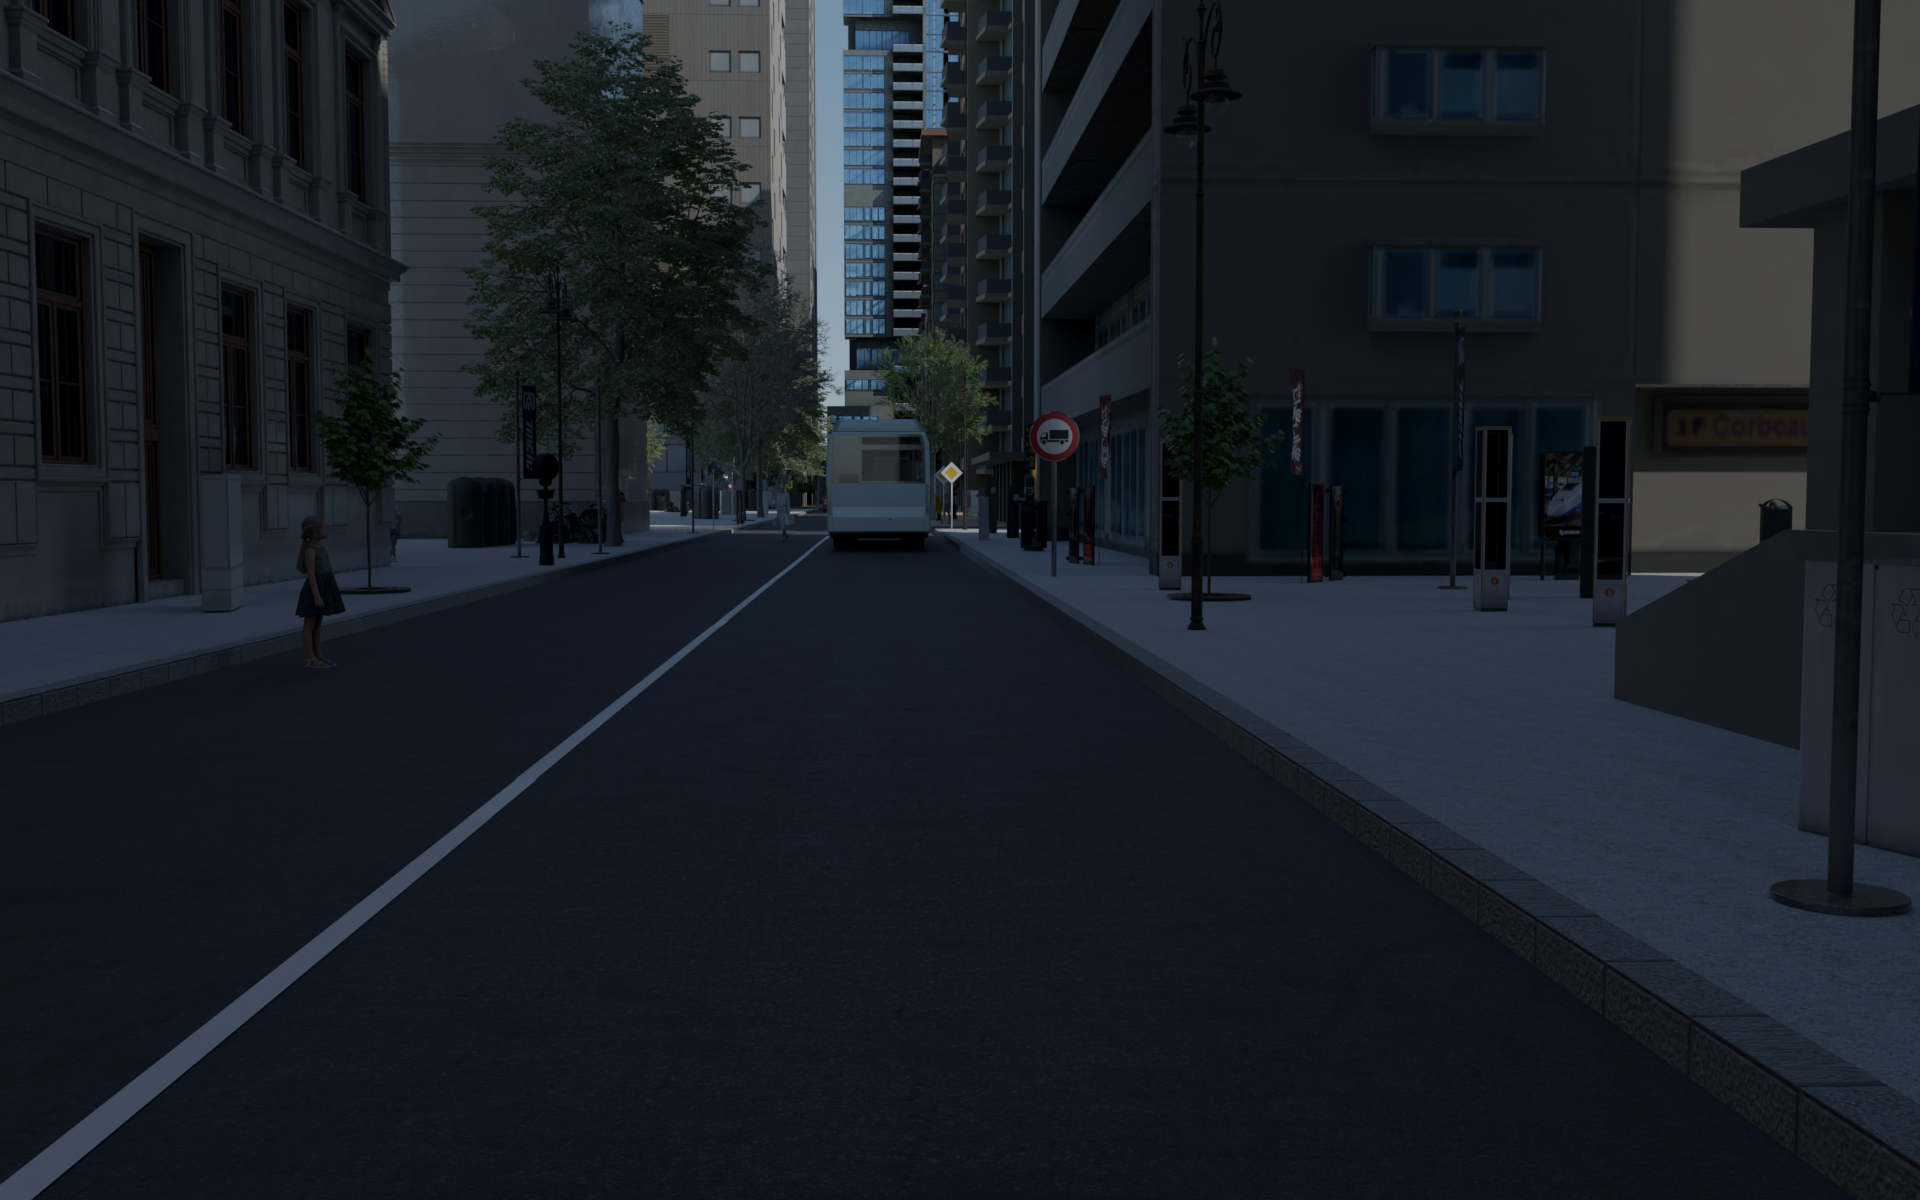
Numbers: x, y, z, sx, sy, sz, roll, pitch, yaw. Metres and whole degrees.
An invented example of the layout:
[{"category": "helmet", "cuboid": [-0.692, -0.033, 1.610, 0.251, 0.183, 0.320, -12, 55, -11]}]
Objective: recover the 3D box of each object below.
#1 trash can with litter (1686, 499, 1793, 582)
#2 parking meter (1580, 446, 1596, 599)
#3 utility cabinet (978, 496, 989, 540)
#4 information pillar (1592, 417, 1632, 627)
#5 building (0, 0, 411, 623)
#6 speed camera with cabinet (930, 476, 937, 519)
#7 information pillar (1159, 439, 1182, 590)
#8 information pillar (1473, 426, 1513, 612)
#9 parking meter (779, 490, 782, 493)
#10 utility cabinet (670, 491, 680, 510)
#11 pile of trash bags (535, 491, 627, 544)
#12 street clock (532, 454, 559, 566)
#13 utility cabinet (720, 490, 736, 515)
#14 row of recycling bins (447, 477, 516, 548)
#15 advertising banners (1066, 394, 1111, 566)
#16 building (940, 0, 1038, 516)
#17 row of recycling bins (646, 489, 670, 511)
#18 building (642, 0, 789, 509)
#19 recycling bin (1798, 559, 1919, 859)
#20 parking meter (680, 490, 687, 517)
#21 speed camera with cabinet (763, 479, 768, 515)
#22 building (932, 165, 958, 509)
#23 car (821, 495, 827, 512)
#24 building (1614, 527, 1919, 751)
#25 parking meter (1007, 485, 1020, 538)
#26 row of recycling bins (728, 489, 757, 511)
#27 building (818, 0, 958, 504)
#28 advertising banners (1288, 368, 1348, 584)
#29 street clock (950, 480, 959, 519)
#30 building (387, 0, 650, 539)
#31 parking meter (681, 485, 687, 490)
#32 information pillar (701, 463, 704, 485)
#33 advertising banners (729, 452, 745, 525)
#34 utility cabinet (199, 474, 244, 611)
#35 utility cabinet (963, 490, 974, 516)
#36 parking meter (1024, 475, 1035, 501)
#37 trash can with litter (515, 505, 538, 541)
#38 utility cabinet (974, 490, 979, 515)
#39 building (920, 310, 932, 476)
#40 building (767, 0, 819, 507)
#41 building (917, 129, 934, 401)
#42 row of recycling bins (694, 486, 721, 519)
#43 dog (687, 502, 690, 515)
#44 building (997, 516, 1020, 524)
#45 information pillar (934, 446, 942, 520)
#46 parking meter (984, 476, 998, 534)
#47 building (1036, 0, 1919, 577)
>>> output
[{"category": "trash can with litter", "cuboid": [11.280, -0.817, 24.418, 1.678, 1.210, 2.233, -1, 4, -19]}, {"category": "parking meter", "cuboid": [7.836, -0.959, 21.393, 0.255, 1.863, 0.399, 2, 4, 31]}, {"category": "utility cabinet", "cuboid": [0.675, -2.282, 48.464, 0.306, 1.237, 1.020, 0, 4, 1]}, {"category": "information pillar", "cuboid": [6.303, -0.749, 16.746, 0.304, 2.012, 0.304, 2, 4, 23]}, {"category": "building", "cuboid": [-14.666, -11.263, 20.306, 11.583, 22.565, 21.152, 0, 4, -3]}, {"category": "speed camera with cabinet", "cuboid": [-1.392, -5.712, 87.727, 0.660, 3.252, 2.038, 0, 4, -5]}, {"category": "information pillar", "cuboid": [2.819, -1.142, 23.170, 0.304, 2.012, 0.304, 0, 4, 8]}, {"category": "information pillar", "cuboid": [5.828, -0.886, 18.977, 0.304, 2.012, 0.304, 0, 4, 0]}, {"category": "parking meter", "cuboid": [-10.850, -5.954, 105.762, 0.372, 1.533, 0.369, 0, 3, 0]}, {"category": "utility cabinet", "cuboid": [-23.069, -8.107, 141.233, 1.173, 1.500, 0.318, -1, 4, -9]}, {"category": "pile of trash bags", "cuboid": [-9.802, -2.227, 46.156, 1.912, 1.369, 3.447, 1, 4, 14]}, {"category": "street clock", "cuboid": [-7.431, -1.622, 31.082, 0.358, 2.002, 0.471, 2, 4, 28]}, {"category": "utility cabinet", "cuboid": [-13.976, -5.907, 105.252, 1.173, 1.500, 0.318, -2, 4, -27]}, {"category": "row of recycling bins", "cuboid": [-11.724, -2.175, 42.674, 1.069, 1.692, 3.534, 0, 4, 1]}, {"category": "advertising banners", "cuboid": [2.328, -2.149, 31.332, 0.090, 3.025, 2.074, -1, 4, -17]}, {"category": "building", "cuboid": [9.764, -29.056, 129.686, 22.147, 44.769, 28.867, 0, 4, -3]}, {"category": "row of recycling bins", "cuboid": [-23.626, -7.718, 133.296, 1.069, 1.692, 3.534, 2, 4, 27]}, {"category": "building", "cuboid": [-29.792, -34.745, 157.322, 28.713, 52.752, 27.495, 0, 4, -3]}, {"category": "recycling bin", "cuboid": [3.644, 0.377, 6.391, 0.722, 1.027, 0.722, -1, 4, -19]}, {"category": "parking meter", "cuboid": [-15.681, -5.492, 98.202, 0.372, 1.533, 0.369, 0, 3, 0]}, {"category": "speed camera with cabinet", "cuboid": [-12.046, -6.822, 105.872, 0.660, 3.252, 2.038, -1, 4, -9]}, {"category": "building", "cuboid": [4.423, -23.454, 155.181, 14.160, 30.474, 14.107, 0, 4, -3]}, {"category": "car", "cuboid": [-10.206, -8.065, 140.896, 2.155, 1.783, 4.494, 0, 4, -2]}, {"category": "building", "cuboid": [20.505, -19.056, 3.440, 32.217, 40.220, 23.993, 0, 4, -3]}, {"category": "parking meter", "cuboid": [1.544, -2.568, 50.405, 0.372, 1.533, 0.369, 0, 3, 0]}, {"category": "row of recycling bins", "cuboid": [-17.269, -7.718, 133.302, 3.534, 1.692, 1.069, 1, 4, 9]}, {"category": "building", "cuboid": [-4.253, -56.663, 239.110, 31.000, 86.520, 22.319, 0, 4, -3]}, {"category": "advertising banners", "cuboid": [5.168, -1.765, 25.043, 0.090, 3.025, 2.074, 2, 4, 35]}, {"category": "street clock", "cuboid": [-0.285, -5.106, 88.055, 0.358, 2.002, 0.471, -3, 5, -44]}, {"category": "building", "cuboid": [-22.777, -15.706, 54.062, 25.104, 27.353, 12.463, 0, 4, -3]}, {"category": "parking meter", "cuboid": [-17.718, -6.449, 111.152, 0.255, 1.863, 0.399, -3, 5, -40]}, {"category": "information pillar", "cuboid": [-19.423, -8.525, 130.734, 0.183, 3.616, 0.504, 1, 4, 9]}, {"category": "advertising banners", "cuboid": [-9.310, -4.680, 72.712, 0.090, 3.025, 2.074, 0, 4, 6]}, {"category": "utility cabinet", "cuboid": [-8.193, -0.643, 19.199, 0.318, 1.500, 1.173, -1, 4, -16]}, {"category": "utility cabinet", "cuboid": [0.410, -5.653, 101.106, 0.318, 1.500, 1.173, 1, 4, 10]}, {"category": "parking meter", "cuboid": [2.073, -2.813, 51.700, 0.255, 1.863, 0.399, 0, 4, -8]}, {"category": "trash can with litter", "cuboid": [-11.983, -2.184, 47.097, 1.055, 1.170, 0.624, 0, 4, 1]}, {"category": "utility cabinet", "cuboid": [0.967, -5.883, 104.863, 0.318, 1.500, 1.173, -3, 5, -45]}, {"category": "building", "cuboid": [10.099, -20.330, 177.437, 27.650, 21.520, 28.899, 0, 4, -3]}, {"category": "building", "cuboid": [-27.777, -47.064, 207.744, 20.611, 71.187, 20.563, 0, 4, -3]}, {"category": "building", "cuboid": [6.124, -33.725, 206.033, 22.147, 44.769, 28.867, 0, 4, -3]}, {"category": "row of recycling bins", "cuboid": [-13.173, -5.045, 89.601, 1.069, 1.692, 3.534, -1, 4, -17]}, {"category": "dog", "cuboid": [-16.473, -5.515, 104.545, 0.513, 0.831, 0.800, 0, 4, 3]}, {"category": "building", "cuboid": [15.133, -26.080, 81.031, 28.867, 44.769, 22.147, 0, 4, -3]}, {"category": "information pillar", "cuboid": [-1.067, -5.684, 84.294, 0.183, 3.616, 0.504, 3, 5, 39]}, {"category": "parking meter", "cuboid": [1.012, -3.097, 56.354, 0.399, 1.863, 0.255, -3, 4, -37]}, {"category": "building", "cuboid": [13.230, -25.241, 36.395, 21.300, 48.544, 21.600, 0, 4, -3]}]
